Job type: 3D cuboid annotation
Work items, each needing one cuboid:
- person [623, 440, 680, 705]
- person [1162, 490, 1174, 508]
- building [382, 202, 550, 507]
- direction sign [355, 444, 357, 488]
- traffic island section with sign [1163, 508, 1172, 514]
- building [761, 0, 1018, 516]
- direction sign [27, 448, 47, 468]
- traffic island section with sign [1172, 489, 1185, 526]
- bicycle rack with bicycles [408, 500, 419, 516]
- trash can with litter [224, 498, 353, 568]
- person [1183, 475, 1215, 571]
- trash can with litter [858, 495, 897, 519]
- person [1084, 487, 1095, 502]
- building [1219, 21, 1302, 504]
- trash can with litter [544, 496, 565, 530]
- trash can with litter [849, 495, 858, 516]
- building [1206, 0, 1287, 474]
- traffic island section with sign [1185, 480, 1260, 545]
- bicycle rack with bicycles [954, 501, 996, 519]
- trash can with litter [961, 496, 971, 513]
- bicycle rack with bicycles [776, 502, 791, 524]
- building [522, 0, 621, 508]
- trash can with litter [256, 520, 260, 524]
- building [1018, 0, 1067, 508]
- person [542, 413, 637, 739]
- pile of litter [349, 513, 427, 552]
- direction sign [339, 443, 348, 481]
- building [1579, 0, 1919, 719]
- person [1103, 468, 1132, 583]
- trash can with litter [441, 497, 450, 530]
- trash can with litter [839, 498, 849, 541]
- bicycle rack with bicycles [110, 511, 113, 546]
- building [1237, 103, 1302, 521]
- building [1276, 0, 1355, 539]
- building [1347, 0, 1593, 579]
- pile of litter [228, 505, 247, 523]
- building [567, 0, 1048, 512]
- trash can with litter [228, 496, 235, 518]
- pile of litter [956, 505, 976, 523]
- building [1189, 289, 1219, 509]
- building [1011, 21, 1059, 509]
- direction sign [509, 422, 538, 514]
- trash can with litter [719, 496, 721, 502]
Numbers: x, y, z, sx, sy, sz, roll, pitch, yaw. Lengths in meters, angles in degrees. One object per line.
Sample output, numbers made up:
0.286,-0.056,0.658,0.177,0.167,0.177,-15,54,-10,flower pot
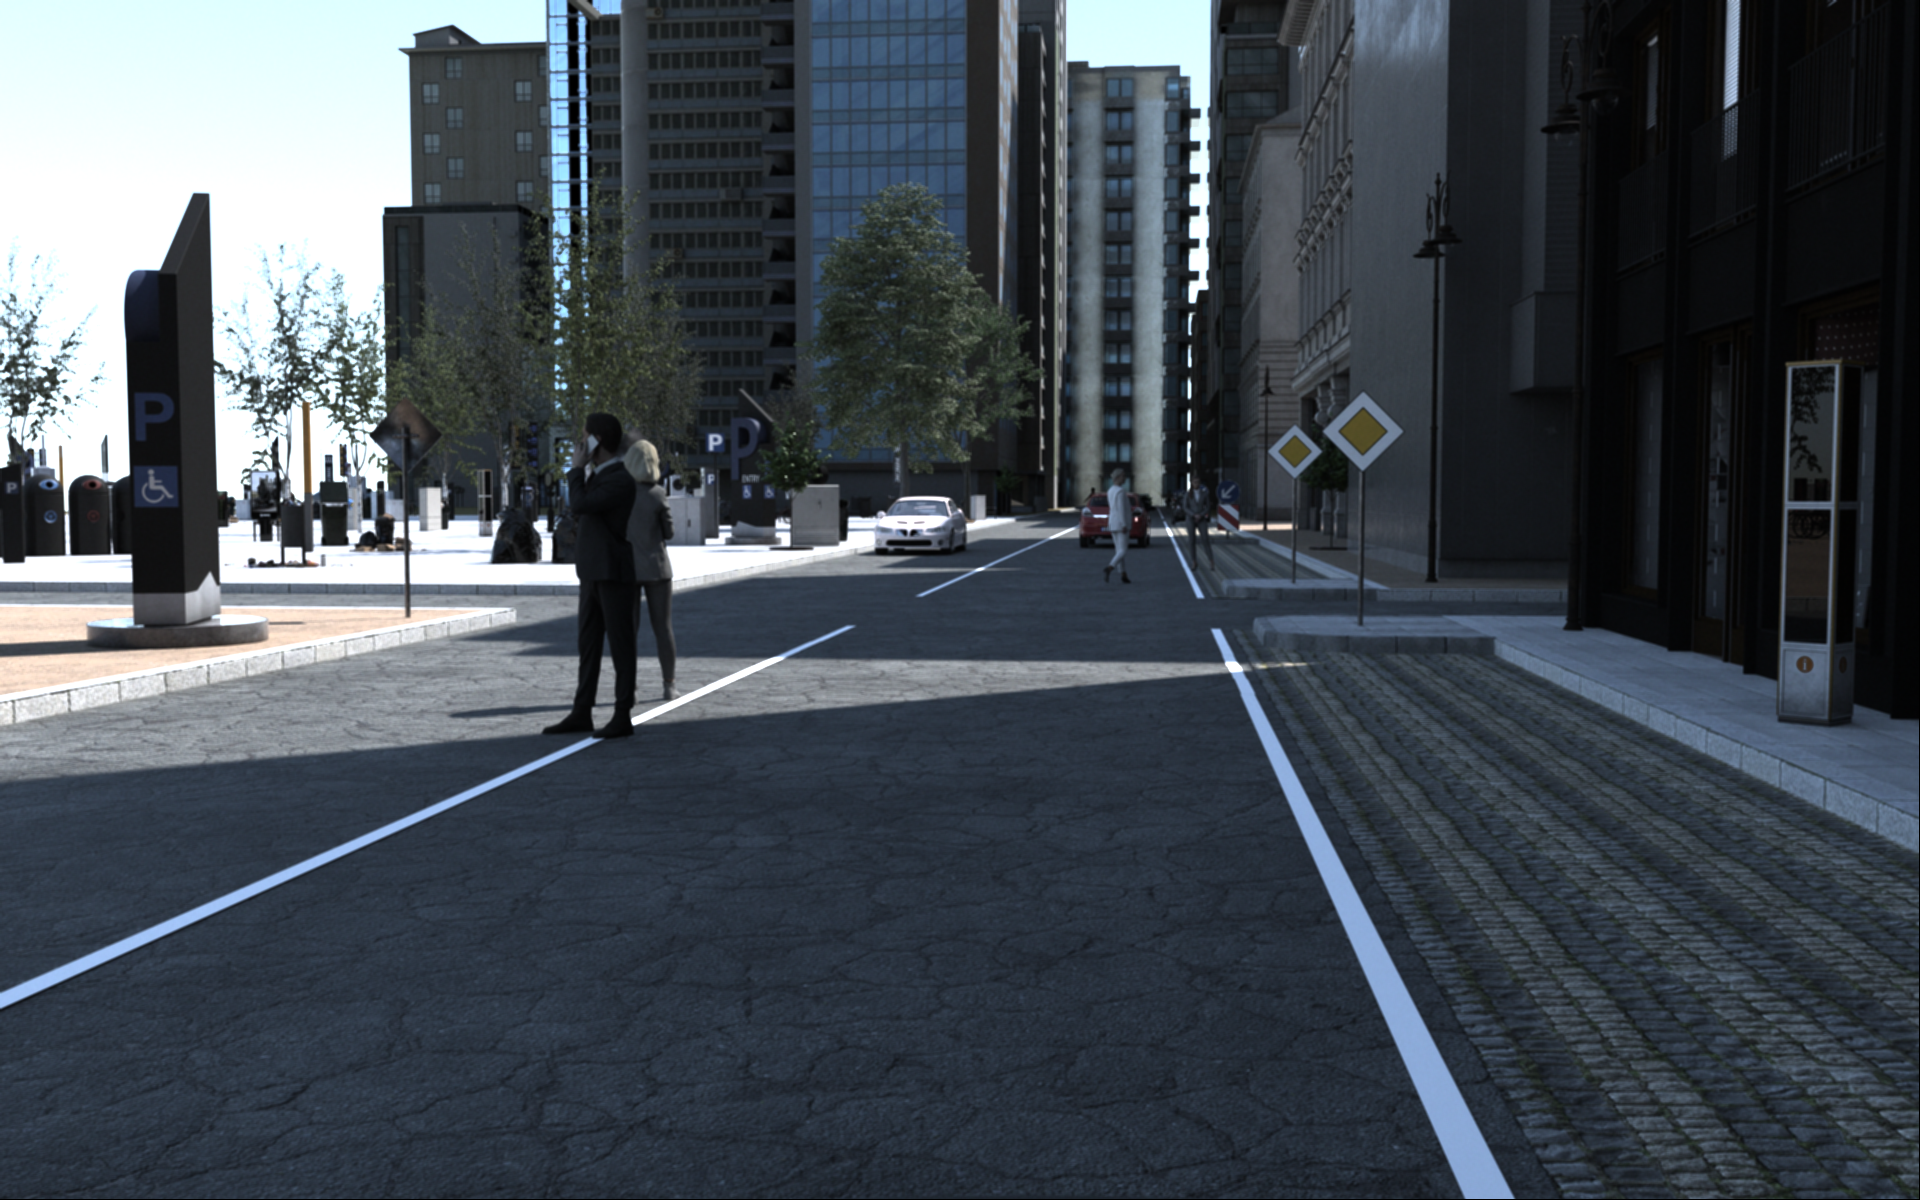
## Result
-2.235,-0.202,11.984,0.537,1.800,0.526,0,4,4,person
20.718,-9.982,171.723,1.348,1.823,0.705,1,4,20,person
-48.634,-24.679,175.209,14.107,30.474,14.160,0,4,6,building
-27.335,-5.288,78.463,0.379,3.537,0.876,-1,4,-22,direction sign
15.985,-7.179,125.997,1.989,1.847,2.006,0,4,6,traffic island section with sign
-3.839,-27.997,107.869,14.600,45.320,14.200,0,4,6,building
-45.776,-5.747,85.958,0.876,3.537,0.379,-2,4,-26,direction sign
10.582,-4.183,77.018,1.989,1.847,2.006,0,4,6,traffic island section with sign
-32.272,-5.354,100.921,2.852,0.926,2.925,-1,4,-18,bicycle rack with bicycles
-12.062,-1.206,30.771,2.233,1.210,1.678,2,4,25,trash can with litter
4.467,-1.443,32.363,0.520,1.790,0.573,-1,4,-13,person
-3.944,-4.842,90.216,2.233,1.210,1.678,0,4,5,trash can with litter
8.053,-5.919,105.246,0.705,1.831,1.348,3,5,45,person
23.494,-20.661,109.507,14.160,30.474,14.107,0,4,6,building
-14.479,-3.131,62.242,1.678,1.210,2.233,0,4,-5,trash can with litter
-6.391,-5.430,99.839,2.233,1.210,1.678,0,4,-1,trash can with litter
32.591,-33.061,129.785,28.713,52.752,27.495,0,4,6,building
7.567,-2.518,49.794,1.989,1.847,2.006,0,4,6,traffic island section with sign
0.634,-4.576,88.201,2.852,0.926,2.925,-1,4,-14,bicycle rack with bicycles
0.607,-5.276,97.648,1.055,1.170,0.624,0,4,-1,trash can with litter
-6.951,-3.754,74.756,2.925,0.926,2.852,0,4,5,bicycle rack with bicycles
-26.469,-52.282,167.488,31.000,86.520,22.319,0,4,6,building
-29.451,-3.804,73.578,1.055,1.170,0.624,-3,5,-44,trash can with litter
-0.424,-44.535,166.405,20.611,71.187,20.563,0,4,6,building
-2.153,-0.143,10.197,0.474,1.900,0.648,-2,4,-32,person
-12.857,-1.532,39.010,1.719,0.858,1.176,-1,4,-16,pile of litter
-27.530,-5.223,77.388,0.379,3.537,0.876,0,4,2,direction sign
11.264,-10.882,7.597,12.332,23.373,15.834,0,4,6,building
2.498,-1.179,27.661,0.818,1.842,0.514,-3,5,-43,person
-18.835,-3.105,62.162,1.055,1.170,0.624,1,4,20,trash can with litter
-3.389,-2.193,47.241,0.624,1.170,1.055,-1,4,-16,trash can with litter
-19.708,-1.771,42.343,2.852,0.926,2.925,-1,4,-14,bicycle rack with bicycles
19.660,-14.714,89.724,9.793,20.994,18.267,0,4,6,building
16.437,-12.819,60.501,10.553,20.767,40.483,0,4,6,building
22.697,-12.862,29.356,30.058,24.678,14.314,0,4,6,building
-32.522,-3.841,76.767,1.719,0.858,1.176,-1,4,-17,pile of litter
-9.955,-26.682,128.133,32.217,40.220,23.993,0,4,6,building
-38.428,-4.854,90.744,0.624,1.170,1.055,2,4,24,trash can with litter
0.109,-3.827,76.529,1.176,0.858,1.719,0,4,7,pile of litter
35.380,-19.218,159.260,27.650,21.520,28.899,0,4,6,building
0.882,-28.283,146.029,14.154,41.232,14.086,0,4,6,building
-13.693,-3.816,54.396,0.876,3.537,0.379,0,4,-8,direction sign
-12.920,-4.768,89.015,2.233,1.210,1.678,-3,5,-42,trash can with litter
